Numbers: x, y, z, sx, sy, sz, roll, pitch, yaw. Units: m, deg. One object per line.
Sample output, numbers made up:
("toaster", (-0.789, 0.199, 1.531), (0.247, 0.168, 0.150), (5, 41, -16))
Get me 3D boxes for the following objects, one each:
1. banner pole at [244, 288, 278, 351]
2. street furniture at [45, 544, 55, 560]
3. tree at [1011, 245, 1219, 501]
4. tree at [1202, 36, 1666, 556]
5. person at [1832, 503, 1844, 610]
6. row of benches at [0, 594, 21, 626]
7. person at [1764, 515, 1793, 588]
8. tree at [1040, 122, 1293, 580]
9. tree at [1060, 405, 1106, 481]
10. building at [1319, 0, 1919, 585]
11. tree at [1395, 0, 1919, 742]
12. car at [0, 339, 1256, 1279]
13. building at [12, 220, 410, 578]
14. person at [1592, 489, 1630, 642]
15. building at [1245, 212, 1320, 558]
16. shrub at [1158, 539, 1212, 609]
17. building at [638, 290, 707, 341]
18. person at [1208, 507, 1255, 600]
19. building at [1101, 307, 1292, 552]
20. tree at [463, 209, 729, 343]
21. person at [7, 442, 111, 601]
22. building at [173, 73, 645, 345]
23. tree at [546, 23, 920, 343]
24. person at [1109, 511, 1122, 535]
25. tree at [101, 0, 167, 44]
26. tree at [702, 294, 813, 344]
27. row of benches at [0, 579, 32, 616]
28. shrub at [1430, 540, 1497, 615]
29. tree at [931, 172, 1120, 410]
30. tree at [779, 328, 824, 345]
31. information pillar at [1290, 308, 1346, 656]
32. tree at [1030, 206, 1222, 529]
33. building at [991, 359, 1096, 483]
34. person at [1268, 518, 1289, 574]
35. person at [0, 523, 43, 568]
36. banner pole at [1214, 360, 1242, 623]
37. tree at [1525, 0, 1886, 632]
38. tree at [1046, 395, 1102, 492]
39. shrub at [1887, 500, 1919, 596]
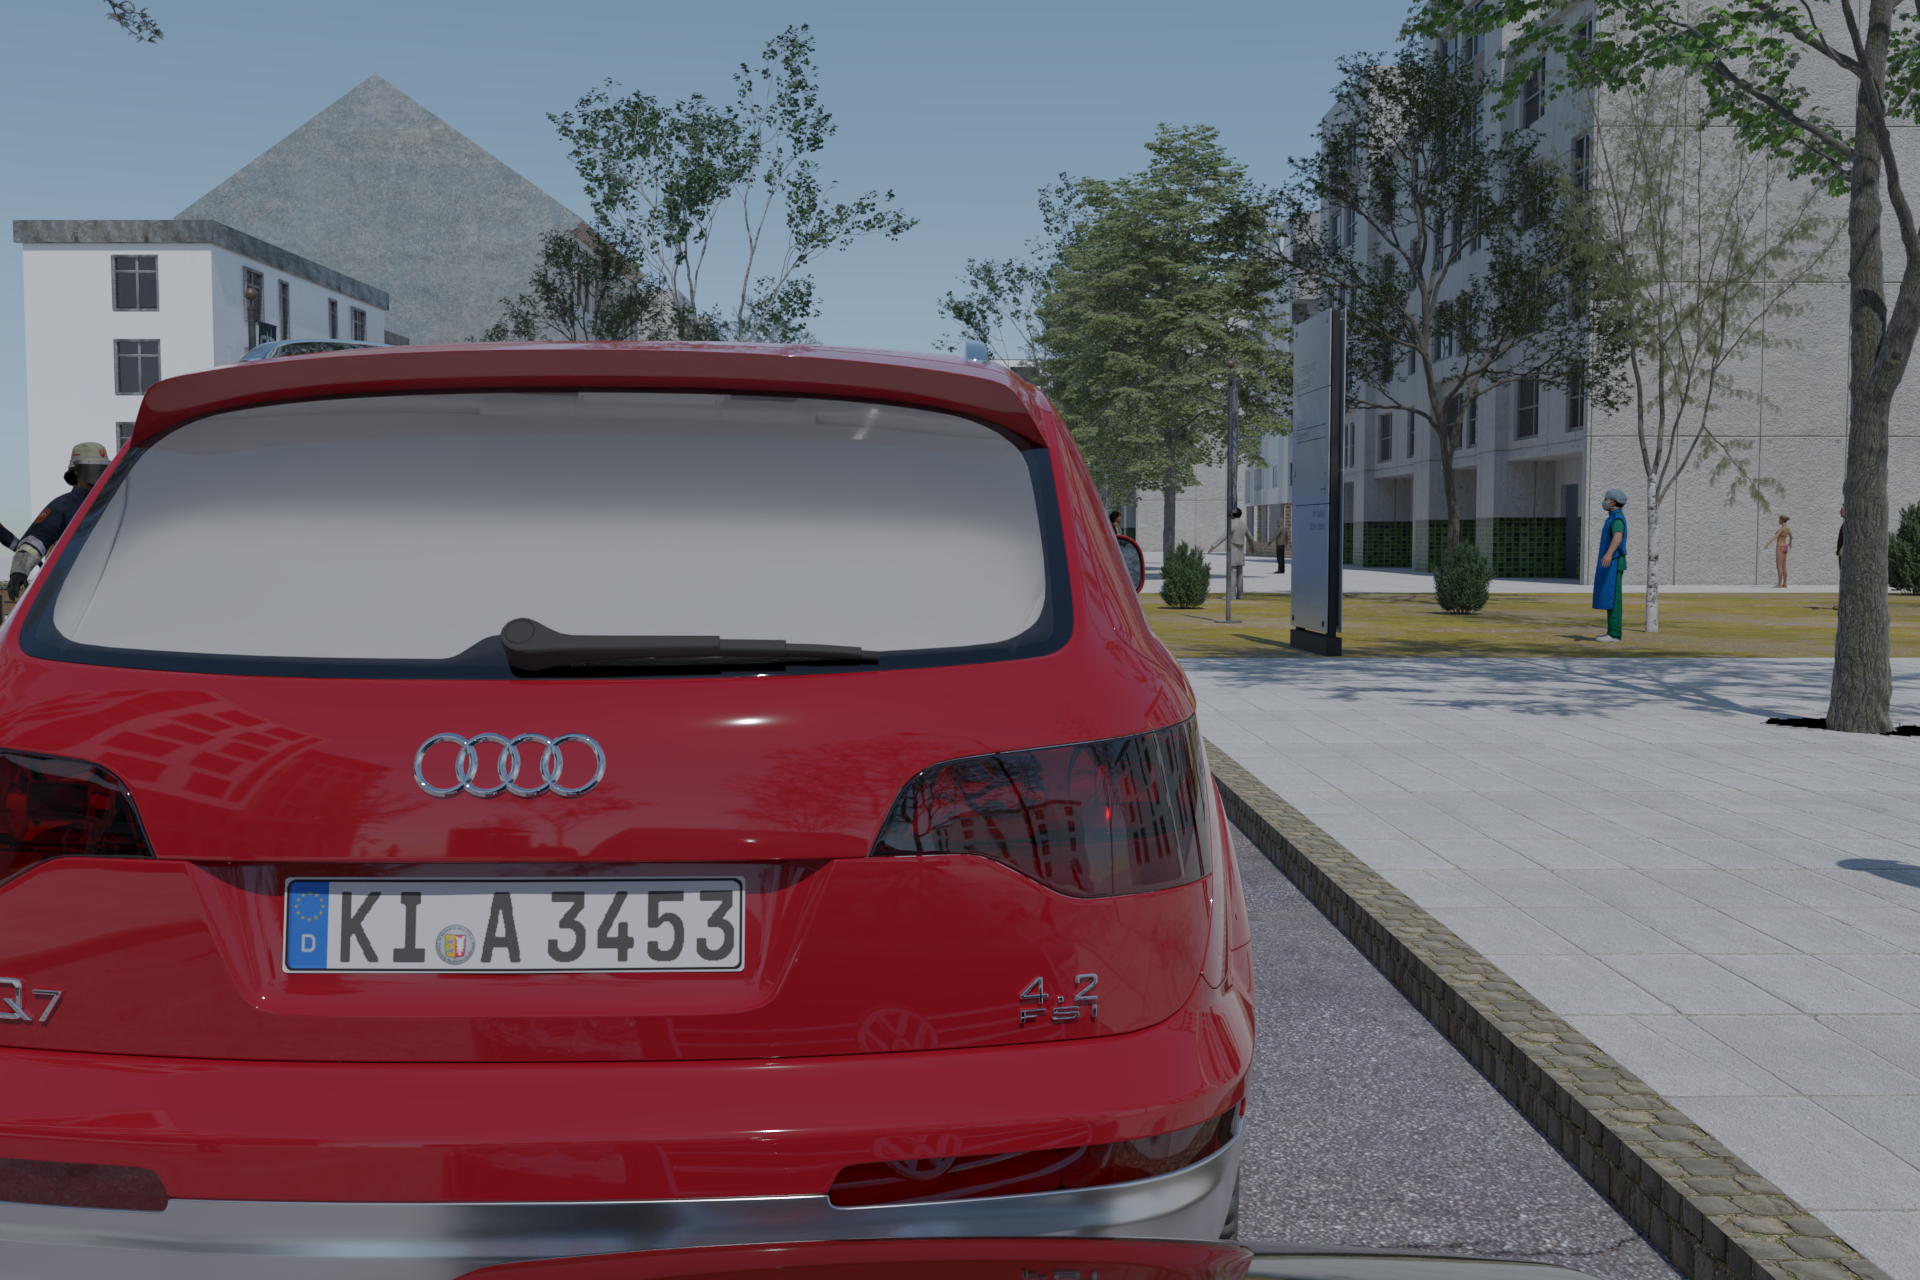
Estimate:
("banner pole", (-7.216, -1.710, 17.975), (0.401, 3.779, 0.863), (0, 4, 1))
("street furniture", (-13.056, -1.527, 31.828), (9.812, 1.723, 11.010), (1, 4, 15))
("tree", (5.974, -9.931, 72.744), (12.009, 13.543, 11.850), (0, 3, 0))
("tree", (8.912, -5.930, 31.372), (8.767, 10.594, 7.601), (-1, 4, -19))
("person", (14.948, -1.414, 29.256), (0.704, 1.812, 1.346), (2, 4, 25))
("row of benches", (-10.688, -0.346, 21.118), (4.104, 0.672, 1.422), (-1, 4, -10))
("person", (19.566, -2.115, 41.388), (1.217, 1.733, 0.721), (-3, 4, -38))
("tree", (6.032, -7.942, 47.973), (7.486, 12.596, 7.792), (0, 3, 0))
("tree", (5.722, -8.212, 84.630), (4.360, 8.622, 3.978), (0, 3, 0))
("building", (23.858, -11.747, 58.516), (16.747, 18.905, 31.486), (0, 4, 0))
("tree", (6.058, -5.211, 10.959), (9.928, 11.665, 9.643), (0, 3, 0))
("car", (-0.570, 0.249, 4.603), (2.281, 1.827, 5.304), (0, 4, -1))
("building", (-24.417, -7.236, 60.463), (9.099, 9.664, 28.070), (0, 3, 0))
("person", (7.743, -0.886, 20.620), (0.704, 1.817, 1.347), (1, 4, 19))
("building", (22.188, -15.030, 102.157), (16.016, 20.090, 11.380), (0, 3, 0))
("shrub", (3.845, -1.131, 29.613), (1.383, 1.207, 1.383), (0, 3, 0))
("building", (-29.013, -16.799, 141.124), (16.747, 18.905, 31.486), (0, 4, -1))
("person", (5.360, -1.691, 33.840), (1.347, 1.806, 0.705), (-3, 5, -42))
("building", (21.046, -16.761, 140.503), (16.747, 18.905, 31.486), (0, 4, 0))
("tree", (-9.702, -7.031, 49.373), (8.767, 10.594, 7.601), (-1, 4, -17))
("person", (-5.323, -0.295, 10.683), (0.704, 1.845, 1.351), (1, 4, 21))
("building", (-27.978, -15.981, 92.218), (19.493, 23.208, 18.063), (0, 4, -1))
("tree", (-8.340, -12.742, 64.219), (12.611, 20.169, 13.585), (0, 3, 0))
("person", (3.749, -2.155, 41.379), (0.704, 1.843, 1.345), (1, 4, 21))
("tree", (-9.303, -6.169, 11.232), (12.009, 13.543, 11.850), (0, 3, 0))
("tree", (-10.297, -10.866, 88.033), (12.009, 13.543, 11.850), (0, 3, 0))
("row of benches", (-14.320, -0.518, 23.935), (4.104, 0.672, 1.422), (1, 4, 11))
("shrub", (8.028, -1.011, 27.639), (1.383, 1.207, 1.383), (0, 3, 0))
("tree", (4.703, -14.535, 93.528), (12.611, 20.169, 13.585), (0, 3, 0))
("tree", (-9.778, -11.704, 101.732), (12.009, 13.543, 11.850), (0, 3, 0))
("information pillar", (3.891, -1.686, 18.883), (0.184, 3.620, 1.656), (0, 4, -2))
("tree", (5.751, -8.686, 60.138), (7.486, 12.596, 7.792), (0, 3, 0))
("building", (-0.026, -22.500, 214.299), (32.646, 21.610, 27.936), (0, 4, -5))
("person", (10.337, -3.050, 55.999), (0.705, 1.813, 1.348), (2, 4, 35))
("person", (-10.251, -0.747, 17.994), (1.354, 1.856, 0.705), (0, 4, -7))
("banner pole", (3.887, -2.123, 24.730), (0.401, 3.779, 0.863), (0, 4, -1))
("tree", (9.016, -4.420, 22.622), (4.360, 8.622, 3.978), (0, 3, 0))
("tree", (5.377, -10.491, 105.934), (8.767, 10.594, 7.601), (-1, 4, -9))
("shrub", (20.025, -1.940, 36.146), (1.690, 2.028, 1.600), (0, 3, 0))
